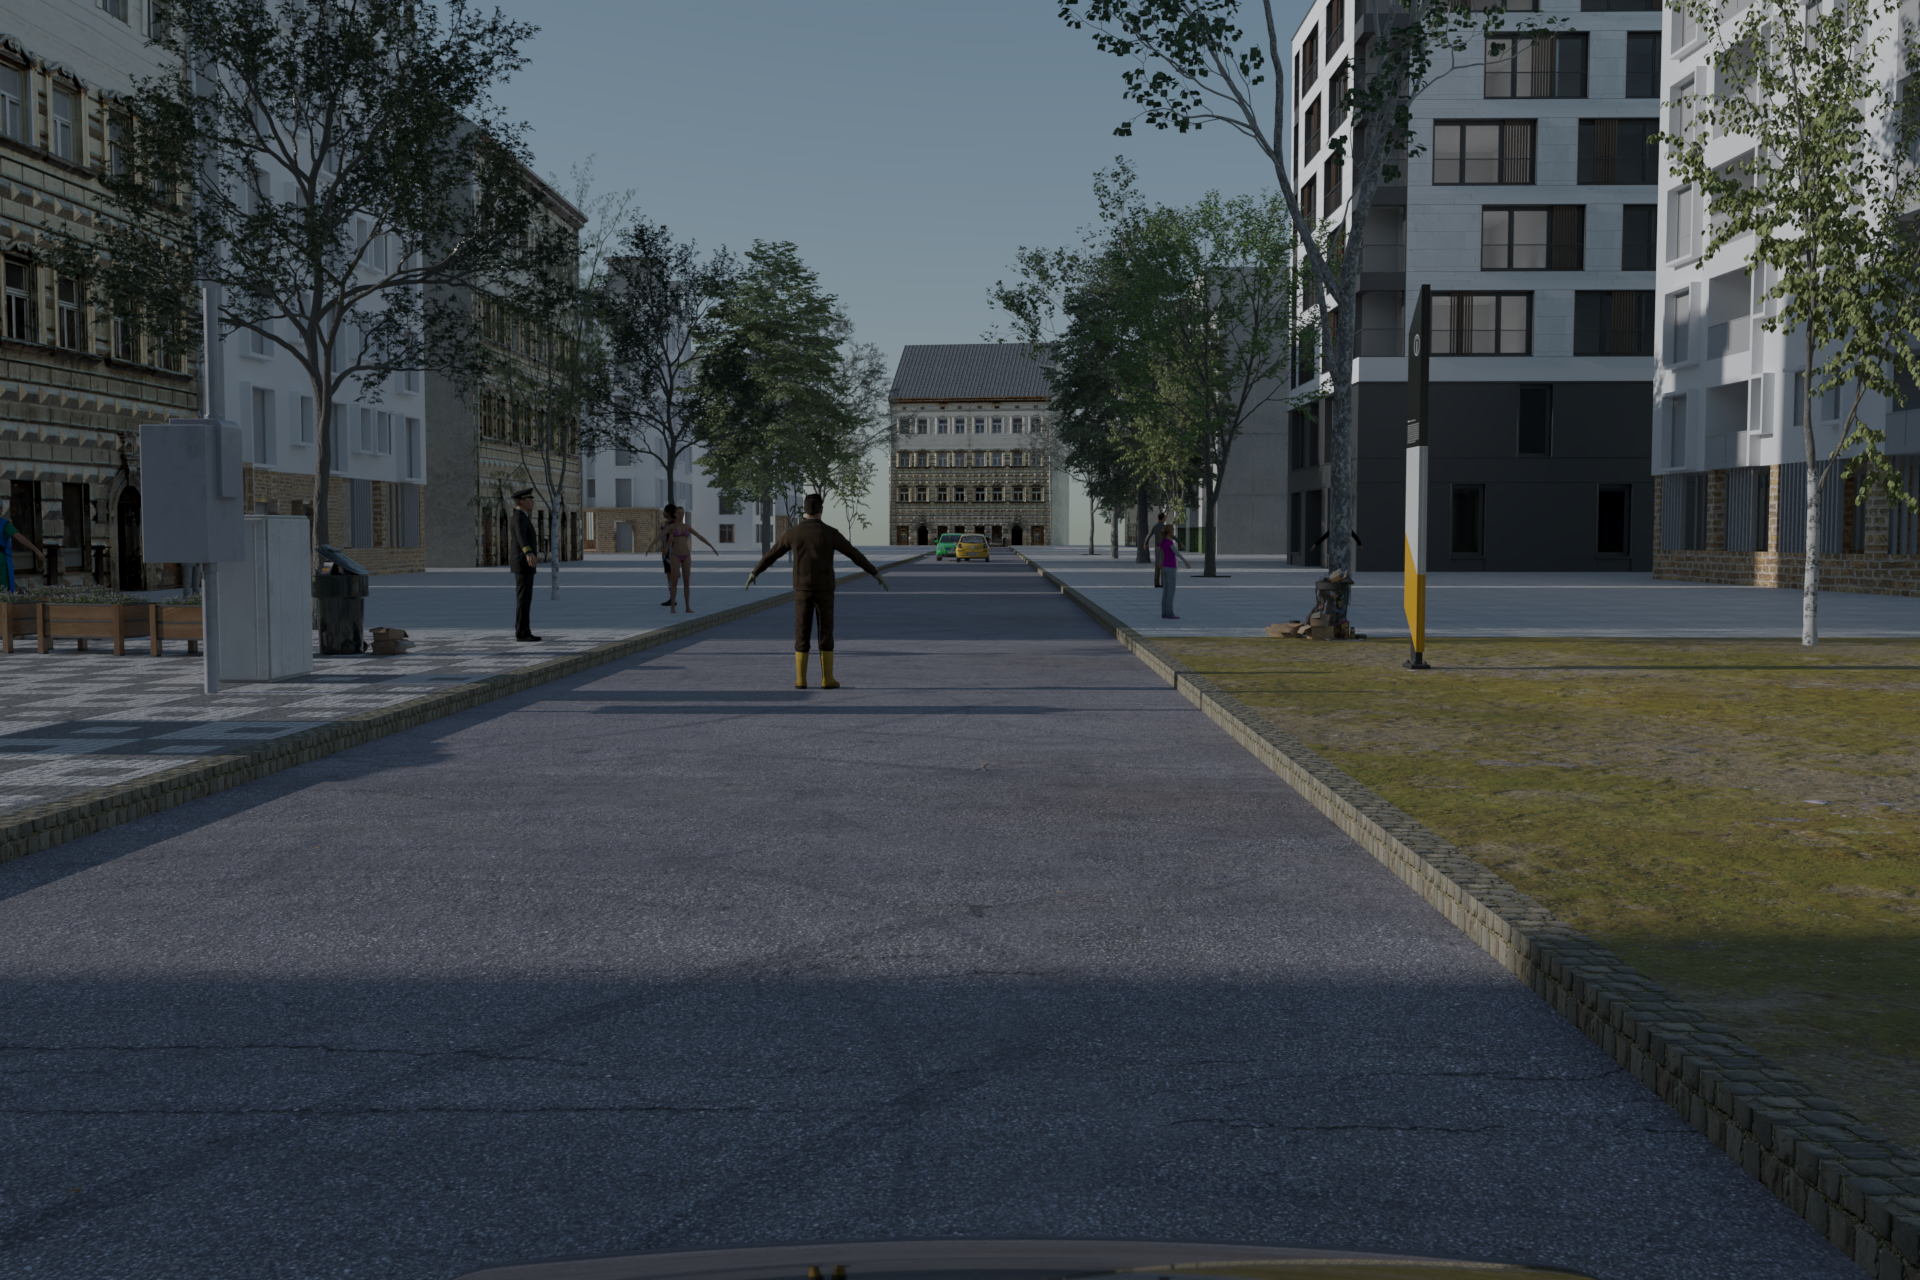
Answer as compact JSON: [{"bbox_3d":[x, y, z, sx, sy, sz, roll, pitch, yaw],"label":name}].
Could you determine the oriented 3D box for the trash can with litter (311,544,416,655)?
[{"bbox_3d":[-6.380,-0.438,18.547,1.055,1.170,0.624,0,4,2],"label":"trash can with litter"}]

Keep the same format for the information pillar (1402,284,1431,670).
[{"bbox_3d":[4.362,-1.540,16.527,0.183,3.616,0.504,0,4,1],"label":"information pillar"}]

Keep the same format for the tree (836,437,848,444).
[{"bbox_3d":[-18.584,-20.959,198.574,12.611,20.169,13.585,0,3,0],"label":"tree"}]

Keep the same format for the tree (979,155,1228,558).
[{"bbox_3d":[7.291,-14.287,89.481,12.611,20.169,13.585,0,3,0],"label":"tree"}]

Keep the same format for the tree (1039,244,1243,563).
[{"bbox_3d":[8.158,-10.371,76.213,9.857,13.997,8.962,0,3,0],"label":"tree"}]

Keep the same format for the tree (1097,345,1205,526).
[{"bbox_3d":[7.944,-7.086,66.222,4.360,8.622,3.978,0,3,0],"label":"tree"}]

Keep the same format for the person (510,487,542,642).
[{"bbox_3d":[-5.184,-0.904,20.714,0.705,1.837,1.347,-1,4,-14],"label":"person"}]

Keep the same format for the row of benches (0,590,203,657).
[{"bbox_3d":[-9.328,-0.194,18.640,4.104,0.672,1.422,1,4,16],"label":"row of benches"}]

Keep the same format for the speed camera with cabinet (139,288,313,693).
[{"bbox_3d":[-6.209,-1.247,14.731,0.660,3.252,2.038,0,4,1],"label":"speed camera with cabinet"}]

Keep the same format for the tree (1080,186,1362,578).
[{"bbox_3d":[7.578,-7.667,51.110,9.928,11.665,9.643,0,3,0],"label":"tree"}]

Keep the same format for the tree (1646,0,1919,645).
[{"bbox_3d":[9.996,-4.234,19.590,4.737,8.622,4.395,0,3,0],"label":"tree"}]

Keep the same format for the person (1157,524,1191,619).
[{"bbox_3d":[3.212,-1.033,26.160,0.599,1.433,0.991,-1,4,-20],"label":"person"}]

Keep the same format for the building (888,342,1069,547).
[{"bbox_3d":[2.591,-22.340,198.646,18.063,23.208,19.493,1,4,10],"label":"building"}]

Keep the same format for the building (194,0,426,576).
[{"bbox_3d":[-23.109,-11.520,44.765,16.016,20.090,11.380,0,4,1],"label":"building"}]

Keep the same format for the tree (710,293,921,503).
[{"bbox_3d":[-7.105,-10.829,87.426,12.009,13.543,11.850,0,3,0],"label":"tree"}]

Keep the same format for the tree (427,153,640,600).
[{"bbox_3d":[-7.759,-5.071,33.278,4.360,8.622,3.978,0,3,0],"label":"tree"}]

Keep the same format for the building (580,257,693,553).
[{"bbox_3d":[-25.736,-16.090,119.496,16.016,20.090,11.380,0,4,2],"label":"building"}]

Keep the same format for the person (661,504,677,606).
[{"bbox_3d":[-5.209,-1.521,31.005,0.704,1.843,1.345,-1,4,-9],"label":"person"}]

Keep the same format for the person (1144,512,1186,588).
[{"bbox_3d":[4.839,-2.150,41.425,0.705,1.796,1.348,-3,4,-39],"label":"person"}]

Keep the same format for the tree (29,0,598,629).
[{"bbox_3d":[-8.349,-5.430,23.188,7.601,10.594,8.767,-3,5,-40],"label":"tree"}]

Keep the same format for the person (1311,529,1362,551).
[{"bbox_3d":[8.602,-2.028,39.345,1.347,1.806,0.705,-1,4,-20],"label":"person"}]

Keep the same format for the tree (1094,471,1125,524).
[{"bbox_3d":[19.529,-17.669,195.539,9.857,13.997,8.962,0,3,0],"label":"tree"}]

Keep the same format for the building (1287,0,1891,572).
[{"bbox_3d":[27.652,-14.062,73.896,27.936,21.610,32.646,0,4,1],"label":"building"}]

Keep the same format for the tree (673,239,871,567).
[{"bbox_3d":[-7.292,-9.089,66.731,7.486,12.596,7.792,0,3,0],"label":"tree"}]

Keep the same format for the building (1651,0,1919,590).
[{"bbox_3d":[24.442,-11.614,46.310,16.016,20.090,11.380,0,4,1],"label":"building"}]

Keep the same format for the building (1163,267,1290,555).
[{"bbox_3d":[24.574,-15.704,123.216,16.747,18.905,31.486,0,4,1],"label":"building"}]

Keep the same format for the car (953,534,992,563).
[{"bbox_3d":[0.657,-4.799,88.687,2.015,1.641,3.980,0,4,1],"label":"car"}]

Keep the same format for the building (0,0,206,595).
[{"bbox_3d":[-27.373,-12.304,32.093,19.493,23.208,18.063,0,3,0],"label":"building"}]

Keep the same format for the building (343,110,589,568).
[{"bbox_3d":[-27.526,-14.877,74.175,19.493,23.208,18.063,0,3,0],"label":"building"}]

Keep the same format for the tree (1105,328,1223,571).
[{"bbox_3d":[7.339,-6.729,60.387,4.737,8.622,4.395,0,3,0],"label":"tree"}]

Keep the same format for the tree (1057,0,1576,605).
[{"bbox_3d":[6.227,-10.773,32.029,12.611,20.169,13.585,0,3,0],"label":"tree"}]

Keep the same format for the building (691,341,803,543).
[{"bbox_3d":[-21.629,-19.070,168.213,16.016,20.090,11.380,0,4,1],"label":"building"}]

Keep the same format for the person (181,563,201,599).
[{"bbox_3d":[-15.196,-1.719,34.291,0.705,1.806,1.347,1,4,21],"label":"person"}]

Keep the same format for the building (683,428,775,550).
[{"bbox_3d":[-20.433,-12.725,150.199,9.099,9.664,28.070,0,4,1],"label":"building"}]

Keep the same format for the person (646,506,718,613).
[{"bbox_3d":[-4.517,-1.304,28.116,1.217,1.733,0.721,-2,4,-26],"label":"person"}]

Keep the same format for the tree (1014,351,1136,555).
[{"bbox_3d":[8.209,-11.962,105.949,12.009,13.543,11.850,0,3,0],"label":"tree"}]

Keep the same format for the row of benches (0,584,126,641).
[{"bbox_3d":[-12.218,-0.358,21.312,4.104,0.672,1.422,0,4,6],"label":"row of benches"}]

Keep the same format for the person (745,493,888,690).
[{"bbox_3d":[-1.344,-0.455,16.042,1.346,1.812,0.704,0,4,6],"label":"person"}]

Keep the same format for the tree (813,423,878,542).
[{"bbox_3d":[-6.757,-9.443,104.756,4.737,8.622,4.395,0,3,0],"label":"tree"}]

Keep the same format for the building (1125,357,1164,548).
[{"bbox_3d":[26.320,-20.799,170.986,19.493,23.208,18.063,0,4,1],"label":"building"}]

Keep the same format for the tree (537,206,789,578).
[{"bbox_3d":[-8.622,-7.080,50.174,7.601,10.594,8.767,-1,4,-23],"label":"tree"}]

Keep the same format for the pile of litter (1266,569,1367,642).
[{"bbox_3d":[4.412,-0.459,21.468,1.176,0.858,1.719,0,4,0],"label":"pile of litter"}]

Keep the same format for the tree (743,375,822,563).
[{"bbox_3d":[-7.581,-7.659,75.595,4.737,8.622,4.395,0,3,0],"label":"tree"}]

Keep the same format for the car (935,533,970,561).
[{"bbox_3d":[-0.355,-5.166,93.254,1.959,1.807,4.718,0,4,1],"label":"car"}]

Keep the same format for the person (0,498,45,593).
[{"bbox_3d":[-13.838,-1.150,24.925,1.347,1.817,0.704,1,4,9],"label":"person"}]
